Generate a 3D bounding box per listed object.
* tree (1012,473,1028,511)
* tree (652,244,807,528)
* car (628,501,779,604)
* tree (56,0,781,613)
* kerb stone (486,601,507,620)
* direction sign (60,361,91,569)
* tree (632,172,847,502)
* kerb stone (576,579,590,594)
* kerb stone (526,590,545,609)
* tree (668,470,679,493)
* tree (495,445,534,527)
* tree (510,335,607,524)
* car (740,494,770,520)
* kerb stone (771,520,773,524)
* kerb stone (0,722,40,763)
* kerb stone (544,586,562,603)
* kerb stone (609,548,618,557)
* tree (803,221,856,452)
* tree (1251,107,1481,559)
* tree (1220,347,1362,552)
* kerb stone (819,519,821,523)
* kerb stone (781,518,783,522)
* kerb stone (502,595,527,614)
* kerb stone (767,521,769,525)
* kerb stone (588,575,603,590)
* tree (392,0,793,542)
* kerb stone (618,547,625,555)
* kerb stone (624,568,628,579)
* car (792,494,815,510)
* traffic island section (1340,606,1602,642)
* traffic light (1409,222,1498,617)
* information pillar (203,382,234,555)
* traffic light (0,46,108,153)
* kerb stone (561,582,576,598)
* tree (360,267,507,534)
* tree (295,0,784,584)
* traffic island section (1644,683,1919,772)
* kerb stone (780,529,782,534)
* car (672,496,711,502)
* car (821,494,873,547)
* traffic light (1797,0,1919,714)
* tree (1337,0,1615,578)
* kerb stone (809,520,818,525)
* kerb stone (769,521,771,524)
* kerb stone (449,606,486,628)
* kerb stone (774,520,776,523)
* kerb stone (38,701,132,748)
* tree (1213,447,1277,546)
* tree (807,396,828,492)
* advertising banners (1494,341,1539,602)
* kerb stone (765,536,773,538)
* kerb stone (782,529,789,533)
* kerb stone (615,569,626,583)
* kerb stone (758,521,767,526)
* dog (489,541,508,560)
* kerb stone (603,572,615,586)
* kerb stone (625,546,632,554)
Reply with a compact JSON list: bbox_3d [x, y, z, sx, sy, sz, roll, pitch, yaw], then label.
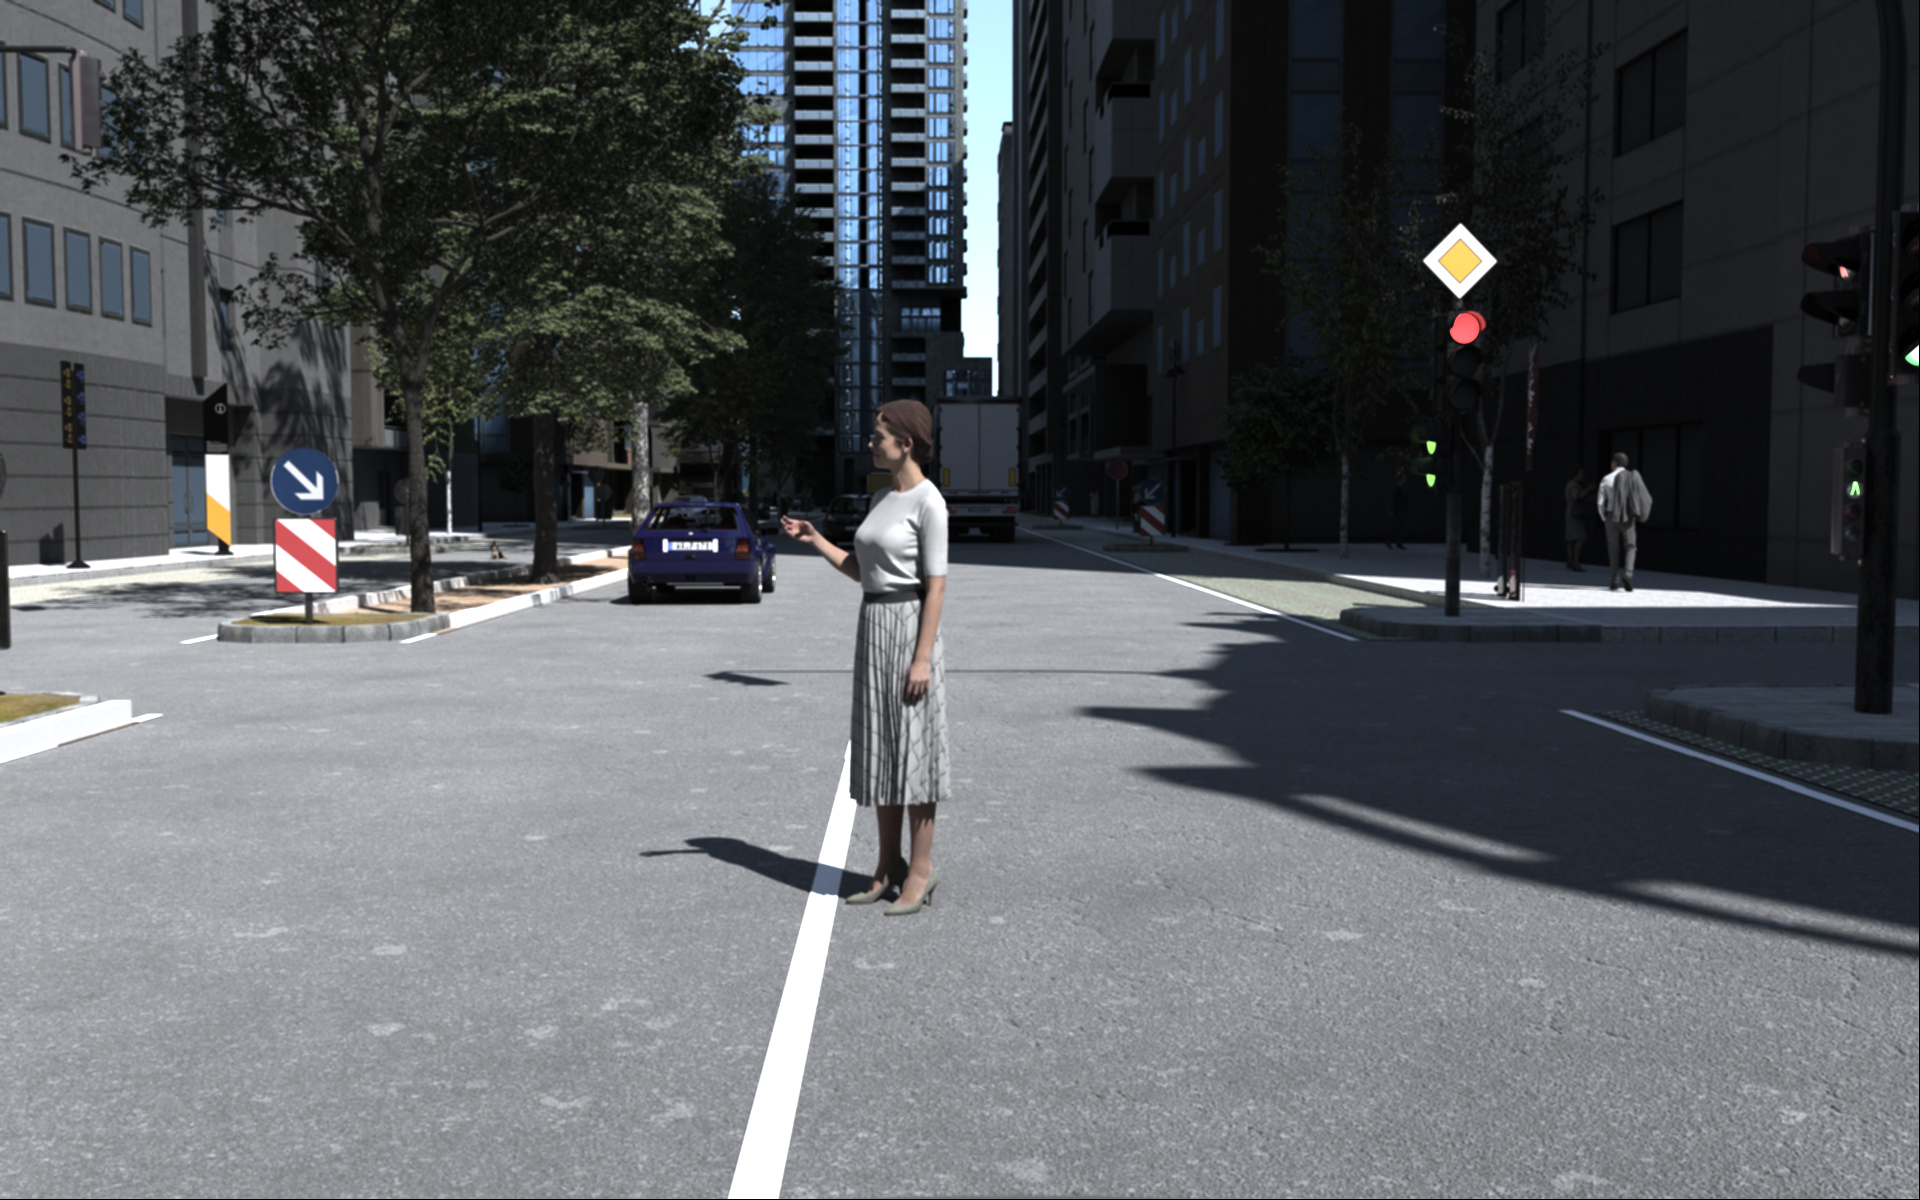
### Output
[{"bbox_3d":[4.095,-8.842,139.167,1.663,3.219,1.824,0,3,0],"label":"tree"},{"bbox_3d":[-6.668,-5.798,47.624,4.737,8.622,4.395,0,3,0],"label":"tree"},{"bbox_3d":[-3.517,-0.700,24.021,1.945,1.354,3.894,0,4,-2],"label":"car"},{"bbox_3d":[-6.205,-5.091,20.100,8.767,10.594,7.601,0,4,-1],"label":"tree"},{"bbox_3d":[-5.440,0.144,20.011,0.120,0.150,1.000,0,4,-1],"label":"kerb stone"},{"bbox_3d":[-15.273,-2.318,29.902,0.379,3.537,0.876,0,4,-5],"label":"direction sign"},{"bbox_3d":[-7.372,-7.763,55.131,9.928,11.665,9.643,0,3,0],"label":"tree"},{"bbox_3d":[-5.566,-0.180,25.144,0.120,0.150,1.000,0,4,-1],"label":"kerb stone"},{"bbox_3d":[-5.483,0.008,22.058,0.120,0.150,1.000,0,4,-1],"label":"kerb stone"},{"bbox_3d":[-17.820,-7.071,110.216,1.663,3.219,1.824,0,3,0],"label":"tree"},{"bbox_3d":[-17.441,-4.513,68.386,1.663,3.219,1.824,0,3,0],"label":"tree"},{"bbox_3d":[-17.025,-7.586,74.390,4.360,8.622,3.978,0,3,0],"label":"tree"},{"bbox_3d":[-11.725,-5.382,97.777,2.009,1.686,4.222,0,4,-1],"label":"car"},{"bbox_3d":[-9.040,-3.628,81.517,0.120,0.150,1.000,0,4,-1],"label":"kerb stone"},{"bbox_3d":[-5.169,0.793,9.235,0.120,0.150,1.000,0,4,-1],"label":"kerb stone"},{"bbox_3d":[-5.501,-0.052,23.080,0.120,0.150,1.000,0,4,-1],"label":"kerb stone"},{"bbox_3d":[-8.003,-1.055,39.447,0.120,0.150,1.000,0,4,-1],"label":"kerb stone"},{"bbox_3d":[-7.734,-8.765,63.886,7.486,12.596,7.792,0,3,0],"label":"tree"},{"bbox_3d":[7.820,-5.112,33.950,4.737,8.622,4.395,0,3,0],"label":"tree"},{"bbox_3d":[7.332,-3.366,38.749,4.285,4.588,4.351,0,3,0],"label":"tree"},{"bbox_3d":[-7.017,-3.812,84.590,0.120,0.150,1.000,0,4,-1],"label":"kerb stone"},{"bbox_3d":[-9.195,-4.005,87.677,0.120,0.150,1.000,0,4,-1],"label":"kerb stone"},{"bbox_3d":[-5.458,0.071,21.034,0.120,0.150,1.000,0,4,-1],"label":"kerb stone"},{"bbox_3d":[-8.988,-3.501,79.473,0.120,0.150,1.000,0,4,-1],"label":"kerb stone"},{"bbox_3d":[-5.582,-0.242,26.166,0.120,0.150,1.000,0,4,-1],"label":"kerb stone"},{"bbox_3d":[-8.232,-11.002,38.231,12.611,20.169,13.585,0,3,0],"label":"tree"},{"bbox_3d":[-8.034,-1.117,40.476,0.120,0.150,1.000,0,4,-1],"label":"kerb stone"},{"bbox_3d":[-5.660,-0.431,29.239,0.120,0.150,1.000,0,4,-1],"label":"kerb stone"},{"bbox_3d":[-13.973,-8.720,154.577,2.014,1.417,4.499,0,4,0],"label":"car"},{"bbox_3d":[5.193,0.250,18.198,2.009,0.180,2.903,0,4,-1],"label":"traffic island section"},{"bbox_3d":[5.153,-1.784,18.083,0.839,4.253,0.868,0,4,-1],"label":"traffic light"},{"bbox_3d":[-15.529,-2.745,36.229,0.504,3.616,0.183,-3,5,-41],"label":"information pillar"},{"bbox_3d":[-11.214,-2.632,17.703,4.771,5.953,1.251,0,4,-1],"label":"traffic light"},{"bbox_3d":[-5.538,-0.118,24.117,0.120,0.150,1.000,0,4,-1],"label":"kerb stone"},{"bbox_3d":[-16.606,-6.415,55.253,4.737,8.622,4.395,0,3,0],"label":"tree"},{"bbox_3d":[-6.731,-6.549,27.658,7.486,12.596,7.792,0,3,0],"label":"tree"},{"bbox_3d":[5.389,0.738,10.215,2.009,0.180,2.903,0,4,-1],"label":"traffic island section"},{"bbox_3d":[-6.442,-2.367,60.998,0.120,0.150,1.000,0,4,-1],"label":"kerb stone"},{"bbox_3d":[-11.756,-3.867,75.581,2.083,1.381,4.827,0,4,-1],"label":"car"},{"bbox_3d":[-2.720,-2.222,46.109,2.009,1.686,4.222,0,4,-2],"label":"car"},{"bbox_3d":[3.259,-2.155,9.908,4.771,5.953,1.251,0,4,-1],"label":"traffic light"},{"bbox_3d":[8.031,-4.660,26.560,4.360,8.622,3.978,0,3,0],"label":"tree"},{"bbox_3d":[-6.971,-3.690,82.528,0.120,0.150,1.000,0,4,-1],"label":"kerb stone"},{"bbox_3d":[-9.011,-3.561,80.495,0.120,0.150,1.000,0,4,-1],"label":"kerb stone"},{"bbox_3d":[-5.410,0.196,18.987,0.120,0.150,1.000,0,4,-1],"label":"kerb stone"},{"bbox_3d":[-9.093,-3.753,83.582,0.120,0.150,1.000,0,4,-1],"label":"kerb stone"},{"bbox_3d":[-5.193,0.730,10.257,0.120,0.150,1.000,0,4,-1],"label":"kerb stone"},{"bbox_3d":[7.089,-2.969,43.139,1.663,3.219,1.824,0,3,0],"label":"tree"},{"bbox_3d":[-7.511,-7.279,71.826,4.737,8.622,4.395,0,3,0],"label":"tree"},{"bbox_3d":[6.726,-1.514,20.941,0.090,3.025,2.074,0,4,7],"label":"advertising banners"},{"bbox_3d":[-6.365,-2.186,57.930,0.120,0.150,1.000,0,4,-1],"label":"kerb stone"},{"bbox_3d":[-6.511,-2.558,64.069,0.120,0.150,1.000,0,4,-1],"label":"kerb stone"},{"bbox_3d":[-5.634,-0.367,28.213,0.120,0.150,1.000,0,4,-1],"label":"kerb stone"},{"bbox_3d":[-8.971,-3.440,78.446,0.120,0.150,1.000,0,4,-1],"label":"kerb stone"},{"bbox_3d":[-10.147,-1.102,38.209,0.550,0.427,0.748,3,5,40],"label":"dog"},{"bbox_3d":[-5.609,-0.303,27.188,0.120,0.150,1.000,0,4,-1],"label":"kerb stone"},{"bbox_3d":[-8.066,-1.175,41.508,0.120,0.150,1.000,0,4,-1],"label":"kerb stone"}]
